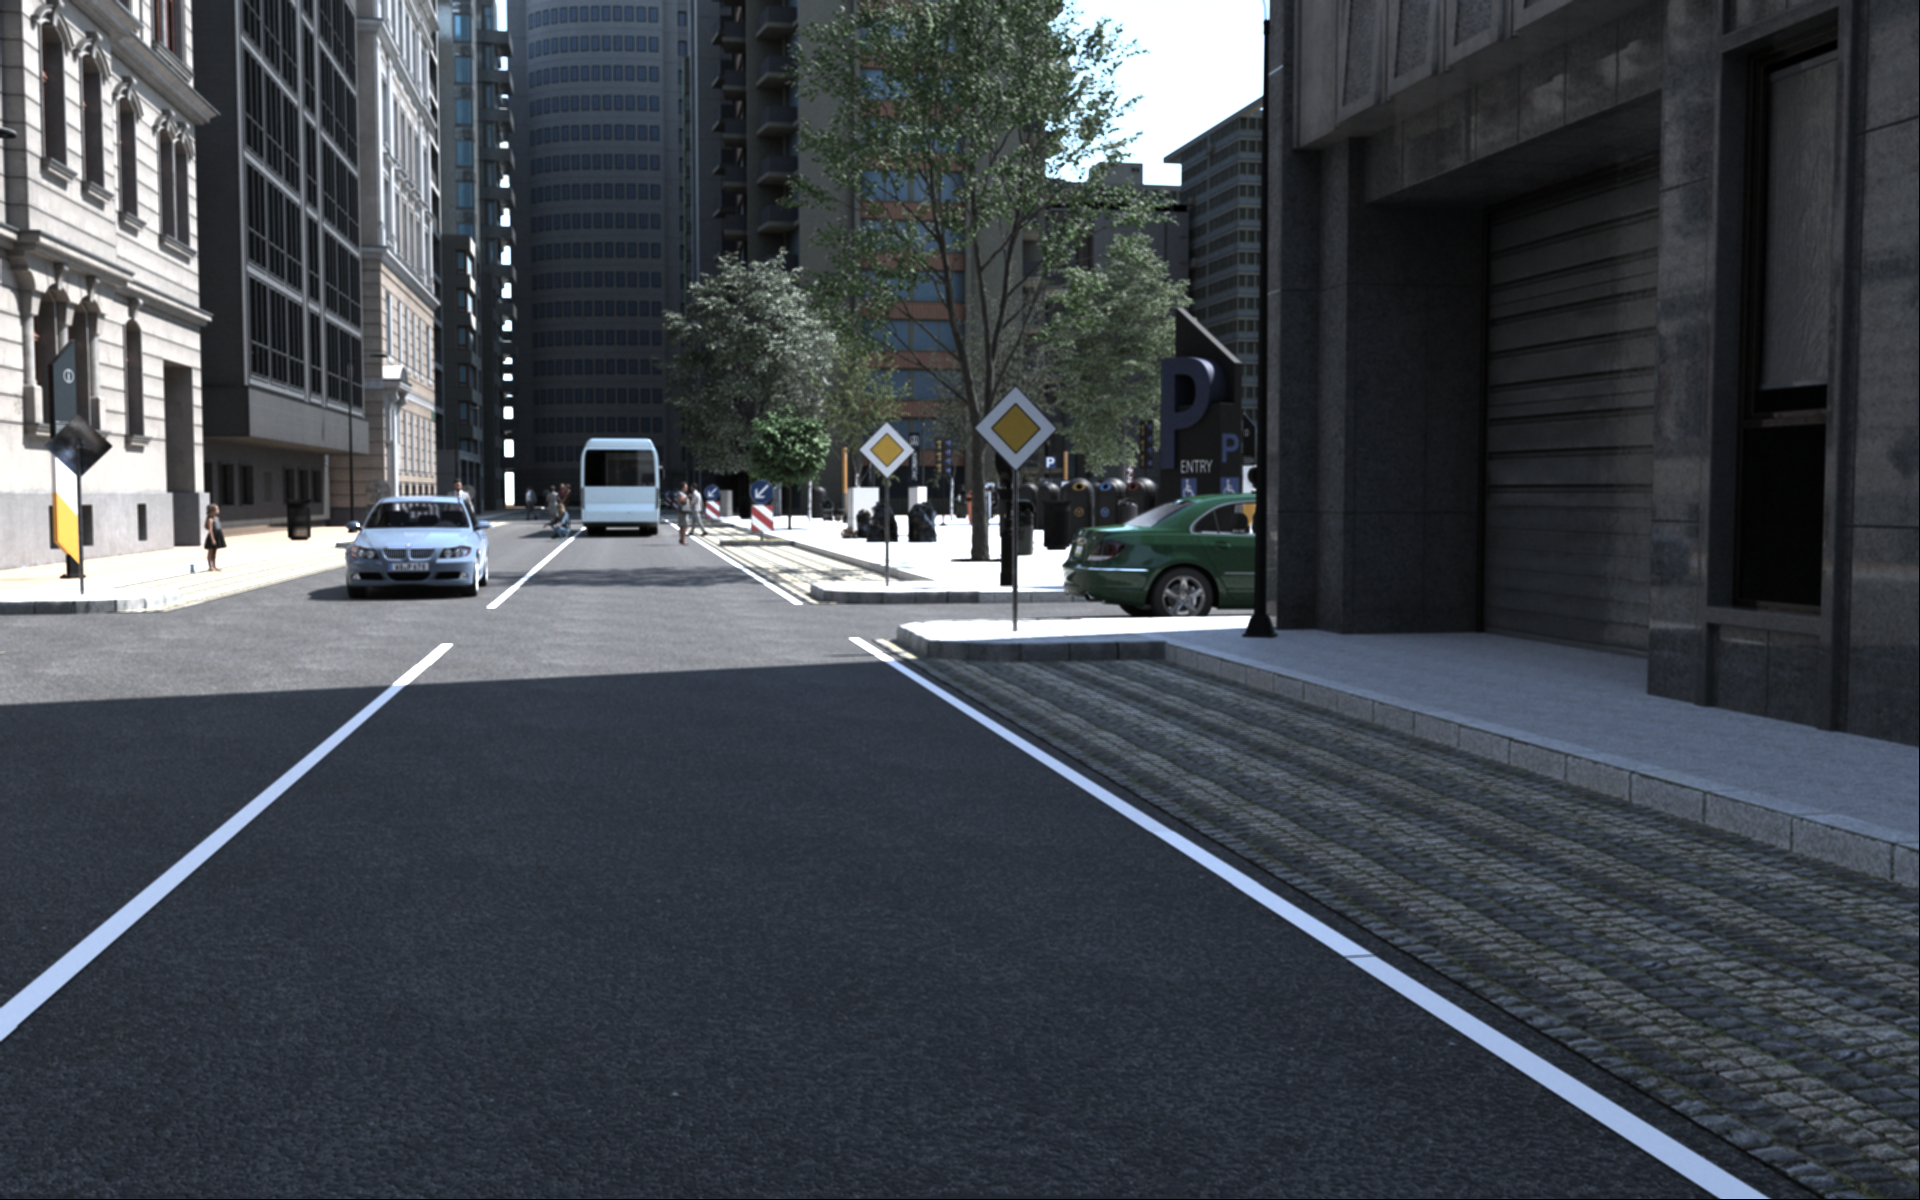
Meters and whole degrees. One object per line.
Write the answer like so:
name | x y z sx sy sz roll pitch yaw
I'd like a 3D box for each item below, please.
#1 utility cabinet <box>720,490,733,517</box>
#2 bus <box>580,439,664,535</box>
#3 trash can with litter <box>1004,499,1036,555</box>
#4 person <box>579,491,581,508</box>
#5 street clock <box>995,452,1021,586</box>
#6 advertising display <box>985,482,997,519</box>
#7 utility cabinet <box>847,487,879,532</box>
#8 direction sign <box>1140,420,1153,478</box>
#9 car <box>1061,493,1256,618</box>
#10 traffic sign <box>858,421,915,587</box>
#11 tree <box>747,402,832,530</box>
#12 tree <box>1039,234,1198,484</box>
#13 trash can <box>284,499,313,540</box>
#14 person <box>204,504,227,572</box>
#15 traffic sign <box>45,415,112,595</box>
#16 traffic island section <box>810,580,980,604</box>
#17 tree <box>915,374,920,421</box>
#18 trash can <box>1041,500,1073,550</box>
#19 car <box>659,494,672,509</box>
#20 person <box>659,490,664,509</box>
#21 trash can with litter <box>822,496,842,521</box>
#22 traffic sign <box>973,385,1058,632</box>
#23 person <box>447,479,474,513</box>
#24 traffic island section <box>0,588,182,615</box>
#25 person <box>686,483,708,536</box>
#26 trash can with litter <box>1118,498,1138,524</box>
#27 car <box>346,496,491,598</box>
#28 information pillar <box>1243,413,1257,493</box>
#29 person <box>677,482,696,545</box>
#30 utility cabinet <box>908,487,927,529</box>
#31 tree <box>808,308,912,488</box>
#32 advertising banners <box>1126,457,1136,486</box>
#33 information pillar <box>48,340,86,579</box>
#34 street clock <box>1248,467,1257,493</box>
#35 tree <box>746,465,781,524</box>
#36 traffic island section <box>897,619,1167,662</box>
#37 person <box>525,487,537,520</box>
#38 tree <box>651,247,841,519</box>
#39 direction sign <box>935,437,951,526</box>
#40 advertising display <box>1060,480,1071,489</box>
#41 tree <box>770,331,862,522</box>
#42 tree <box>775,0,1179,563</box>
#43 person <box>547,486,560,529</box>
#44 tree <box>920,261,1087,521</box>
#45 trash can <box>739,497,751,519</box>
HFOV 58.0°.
utility cabinet | -12.753 -5.258 94.654 0.318 1.500 1.173 -2 4 -26
bus | -12.419 -4.230 64.017 2.948 3.499 13.247 -1 4 -10
trash can with litter | 1.284 -1.534 36.464 0.624 1.170 1.055 0 4 7
person | -32.346 -8.511 148.435 0.721 1.735 1.217 -2 4 -30
street clock | 0.679 -1.200 24.192 0.358 2.002 0.471 1 4 23
advertising display | 1.635 -5.218 90.533 0.123 1.923 0.974 -2 4 -31
utility cabinet | -3.218 -2.983 57.446 0.318 1.500 1.173 3 5 44
direction sign | 5.731 -3.752 53.334 0.379 3.537 0.876 -1 4 -20
car | 3.622 -0.486 19.743 4.920 1.459 2.131 -1 4 -9
traffic sign | -1.011 -1.241 23.926 0.795 2.450 0.064 -1 4 -11
tree | -6.108 -4.766 61.637 4.285 4.588 4.351 0 3 0
tree | 7.259 -9.626 75.511 7.486 12.596 7.792 0 3 0
trash can | -18.445 -2.243 48.327 0.748 1.137 0.748 0 3 0
person | -13.710 -1.145 31.897 0.373 1.253 0.362 1 4 9
traffic sign | -11.170 -1.122 21.983 0.795 2.450 0.064 -1 4 -11
traffic island section | -0.989 -0.106 24.007 2.009 0.180 2.903 -1 4 -11
tree | -0.284 -8.041 81.830 4.360 8.622 3.978 0 3 0
trash can | 2.230 -1.727 39.890 0.748 1.137 0.748 0 3 0
car | -27.610 -9.273 160.411 1.959 1.807 4.718 -1 4 -11
person | -28.402 -9.527 164.136 0.709 1.838 0.599 2 4 33
trash can with litter | -6.094 -4.383 83.043 1.055 1.170 0.624 1 4 14
traffic sign | 0.510 -0.761 16.086 0.795 2.450 0.064 -1 4 -11
person | -11.813 -1.959 40.802 0.678 1.792 0.850 -1 4 -19
traffic island section | -11.192 0.015 22.041 2.009 0.180 2.903 -1 4 -11
person | -8.933 -3.050 58.639 0.850 1.792 0.678 1 4 10
trash can with litter | 2.653 -1.184 30.420 1.678 1.210 2.233 3 4 38
car | -7.947 -0.831 25.585 2.014 1.417 4.499 -1 4 -13
information pillar | 8.391 -3.601 50.235 0.183 3.616 0.504 -3 4 -36
person | -7.708 -2.436 48.689 0.532 1.782 0.716 0 4 3
utility cabinet | -1.295 -2.681 52.515 0.318 1.500 1.173 1 4 12
tree | -3.972 -7.201 68.092 4.737 8.622 4.395 0 3 0
advertising banners | 7.334 -5.263 82.239 2.074 3.025 0.090 1 4 13
information pillar | -13.539 -2.132 26.213 0.183 3.616 0.504 1 4 13
street clock | 7.826 -2.508 45.579 0.471 2.002 0.358 -1 4 -20
tree | -8.379 -4.879 74.379 1.663 3.219 1.824 0 3 0
traffic island section | 0.531 0.374 16.168 2.009 0.180 2.903 -1 4 -11
person | -23.583 -5.301 95.277 0.850 1.850 0.679 3 4 38
tree | -10.588 -11.138 88.758 9.857 13.997 8.962 0 3 0
direction sign | -0.669 -4.731 69.342 0.379 3.537 0.876 3 5 44
advertising display | 5.177 -4.633 80.963 0.974 1.923 0.123 1 4 13
tree | -6.688 -7.898 79.503 4.360 8.622 3.978 0 3 0
tree | 0.382 -6.545 32.763 9.928 11.665 9.643 0 3 0
person | -16.768 -3.852 71.845 0.716 1.782 0.532 0 4 -3
tree | 1.720 -6.447 55.774 4.360 8.622 3.978 0 3 0
trash can | -11.208 -4.822 90.489 0.748 1.137 0.748 0 3 0
